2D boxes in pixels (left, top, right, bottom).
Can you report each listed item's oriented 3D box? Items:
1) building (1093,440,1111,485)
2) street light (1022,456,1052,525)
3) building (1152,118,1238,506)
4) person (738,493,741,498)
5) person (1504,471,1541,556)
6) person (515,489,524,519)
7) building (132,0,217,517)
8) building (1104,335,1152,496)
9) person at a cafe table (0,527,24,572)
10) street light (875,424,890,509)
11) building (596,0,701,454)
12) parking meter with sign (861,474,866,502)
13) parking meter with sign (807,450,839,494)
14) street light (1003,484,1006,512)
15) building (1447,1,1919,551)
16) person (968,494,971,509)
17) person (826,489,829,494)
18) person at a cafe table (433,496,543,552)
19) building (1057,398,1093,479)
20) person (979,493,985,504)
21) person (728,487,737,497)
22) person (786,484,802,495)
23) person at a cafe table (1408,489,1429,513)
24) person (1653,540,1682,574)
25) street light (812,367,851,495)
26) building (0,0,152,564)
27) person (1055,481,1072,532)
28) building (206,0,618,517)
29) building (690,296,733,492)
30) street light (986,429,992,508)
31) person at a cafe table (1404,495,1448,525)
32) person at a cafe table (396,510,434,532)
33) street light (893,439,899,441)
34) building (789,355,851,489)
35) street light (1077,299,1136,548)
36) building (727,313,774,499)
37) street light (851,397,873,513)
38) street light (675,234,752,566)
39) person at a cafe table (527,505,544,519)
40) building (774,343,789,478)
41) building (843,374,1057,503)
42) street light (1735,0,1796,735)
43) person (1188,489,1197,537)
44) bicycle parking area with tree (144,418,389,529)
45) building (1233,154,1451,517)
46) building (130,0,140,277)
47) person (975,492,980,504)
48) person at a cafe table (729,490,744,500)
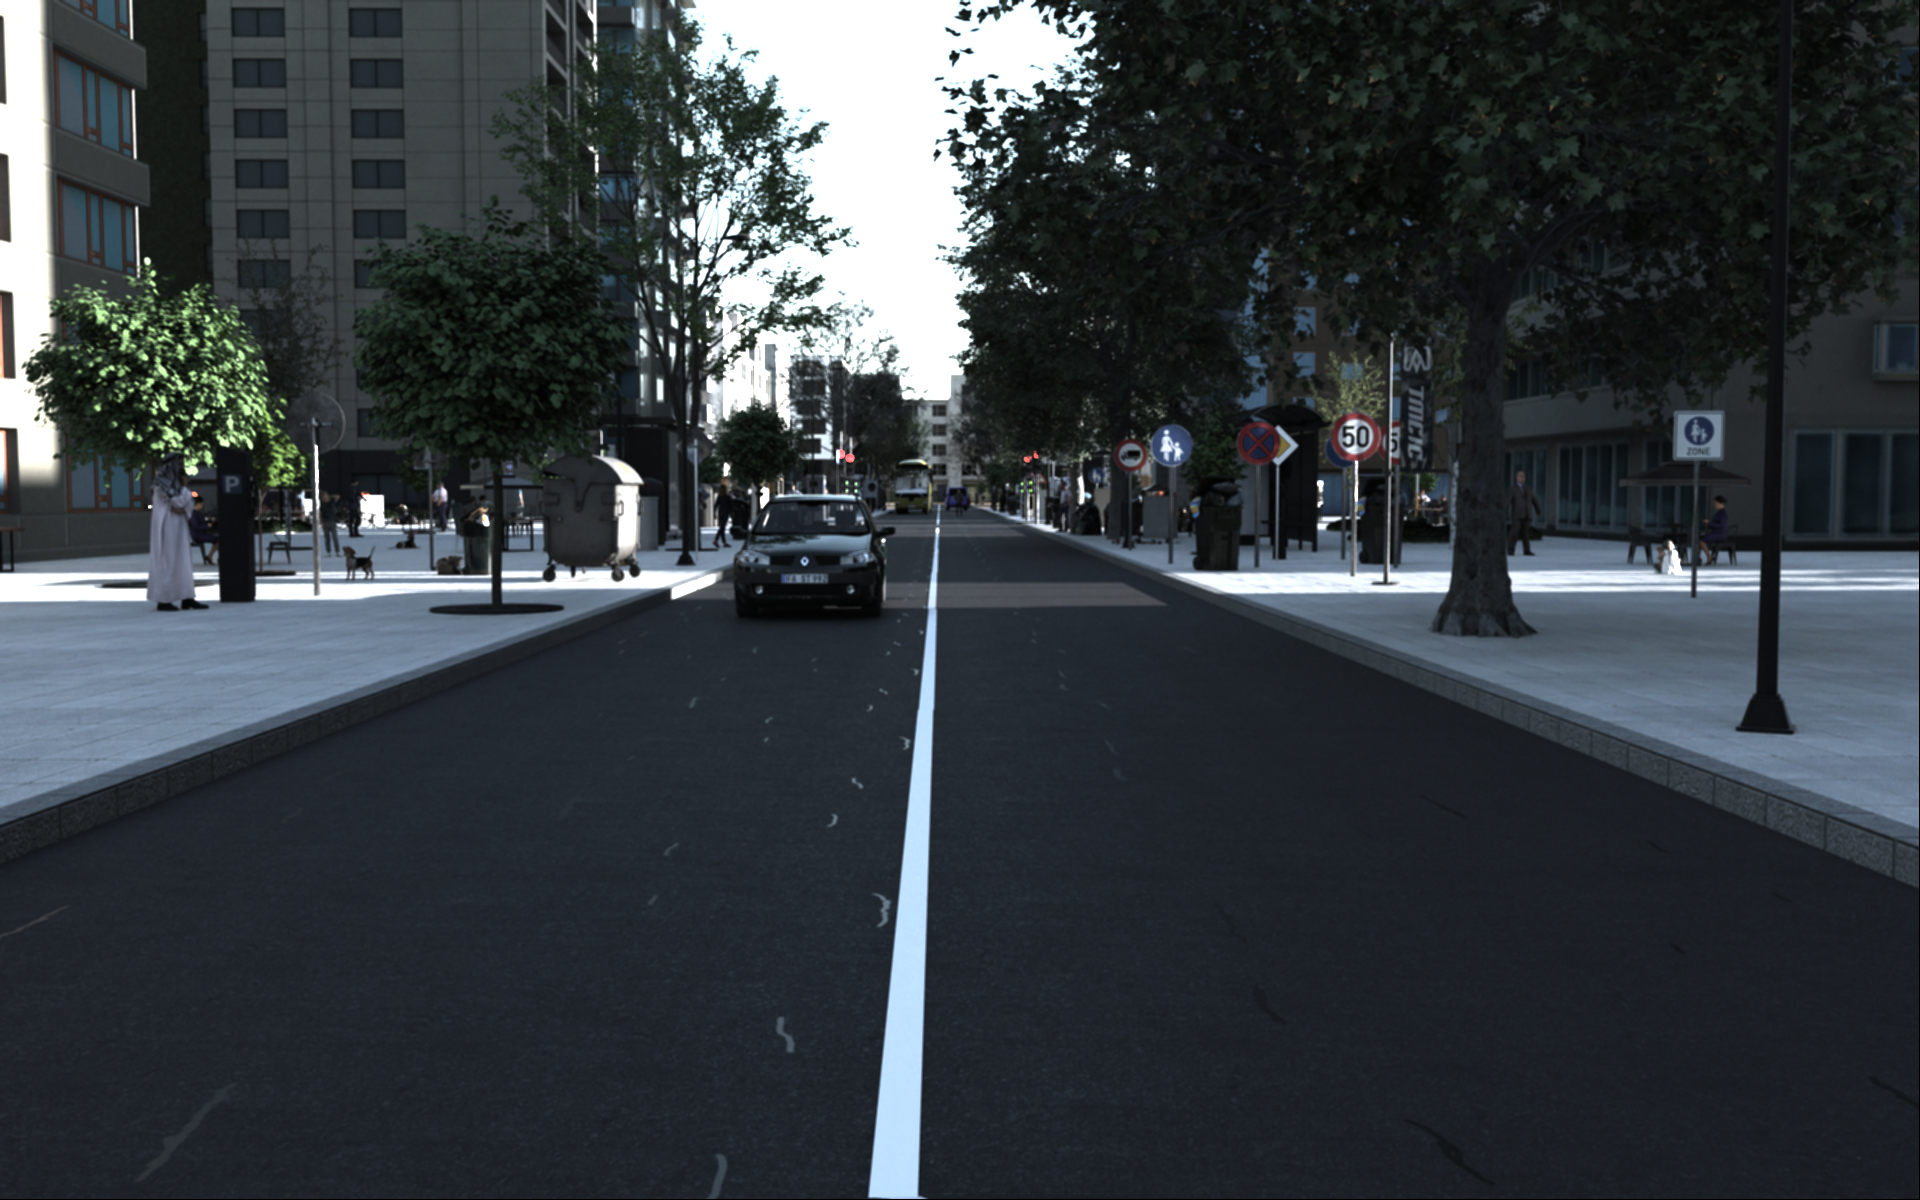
[{"bbox_3d":[21.159,-16.155,206.278,9.099,9.664,28.070,0,4,-1],"label":"building"},{"bbox_3d":[3.178,-6.139,72.918,1.470,5.913,1.316,0,4,-1],"label":"street light"},{"bbox_3d":[26.558,-36.733,142.590,21.231,58.520,28.212,0,4,-1],"label":"building"},{"bbox_3d":[-18.163,-8.108,142.515,0.435,1.345,0.340,2,4,31],"label":"person"},{"bbox_3d":[11.741,-1.808,36.150,0.990,1.755,0.434,-1,4,-14],"label":"person"},{"bbox_3d":[-23.002,-5.161,90.546,0.434,1.807,0.598,-2,4,-28],"label":"person"},{"bbox_3d":[-47.732,-20.250,102.794,14.107,30.474,14.160,0,4,-1],"label":"building"},{"bbox_3d":[23.612,-20.176,186.297,16.016,20.091,11.380,0,4,-1],"label":"building"},{"bbox_3d":[-16.520,-1.078,28.495,1.726,1.238,1.698,-3,4,-38],"label":"person at a cafe table"},{"bbox_3d":[-5.385,-8.744,115.506,1.470,5.913,1.316,0,4,-1],"label":"street light"},{"bbox_3d":[-32.973,-31.696,137.845,23.786,49.044,30.456,0,4,-1],"label":"building"},{"bbox_3d":[-8.128,-9.188,146.476,0.543,3.016,1.738,1,4,16],"label":"parking meter with sign"},{"bbox_3d":[-5.649,-4.391,68.049,1.738,3.016,0.543,0,4,5],"label":"parking meter with sign"},{"bbox_3d":[2.895,-7.320,92.230,1.470,5.913,1.316,0,4,-1],"label":"street light"},{"bbox_3d":[27.551,-25.939,47.812,21.300,48.544,21.600,0,4,-1],"label":"building"},{"bbox_3d":[0.928,-9.545,167.818,0.557,1.426,1.065,1,4,14],"label":"person"},{"bbox_3d":[-6.905,-4.992,89.871,0.499,1.552,0.429,2,4,33],"label":"person"},{"bbox_3d":[-10.509,-1.708,38.784,1.698,1.238,1.726,3,5,44],"label":"person at a cafe table"},{"bbox_3d":[20.345,-24.849,262.707,11.380,20.091,16.016,0,4,-1],"label":"building"},{"bbox_3d":[2.723,-12.582,214.994,0.697,1.427,0.421,1,4,22],"label":"person"},{"bbox_3d":[-15.029,-6.560,114.127,0.655,1.722,0.431,0,4,-5],"label":"person"},{"bbox_3d":[-7.848,-4.568,81.445,0.841,1.734,0.376,1,4,21],"label":"person"},{"bbox_3d":[23.353,-4.796,86.926,1.698,1.524,1.622,-1,4,-18],"label":"person at a cafe table"},{"bbox_3d":[11.355,-0.687,27.756,0.381,0.543,0.357,-1,4,-10],"label":"person"},{"bbox_3d":[-4.848,-5.558,63.419,1.470,5.913,1.316,0,4,-1],"label":"street light"},{"bbox_3d":[-31.220,-10.871,22.787,27.650,21.520,28.899,0,4,-1],"label":"building"},{"bbox_3d":[3.493,-3.144,58.384,0.436,1.711,0.756,-1,4,-14],"label":"person"},{"bbox_3d":[-30.777,-40.702,103.722,20.563,71.187,20.611,0,4,-1],"label":"building"},{"bbox_3d":[-29.541,-18.771,163.332,16.016,20.091,11.380,0,4,-1],"label":"building"},{"bbox_3d":[2.600,-9.288,124.402,1.470,5.913,1.316,0,4,-1],"label":"street light"},{"bbox_3d":[17.835,-3.344,65.530,1.726,1.238,1.698,0,4,-5],"label":"person at a cafe table"},{"bbox_3d":[-18.384,-2.996,59.845,1.726,1.238,1.698,0,4,-4],"label":"person at a cafe table"},{"bbox_3d":[-5.848,-10.691,147.346,1.470,5.913,1.316,0,4,-1],"label":"street light"},{"bbox_3d":[-33.650,-25.934,267.992,32.646,21.610,27.936,0,4,-1],"label":"building"},{"bbox_3d":[3.469,-4.192,41.076,1.470,5.913,1.316,0,4,-1],"label":"street light"},{"bbox_3d":[-30.133,-19.468,184.757,16.747,18.905,31.486,0,4,-1],"label":"building"},{"bbox_3d":[-4.966,-6.732,82.613,1.470,5.913,1.316,0,4,-1],"label":"street light"},{"bbox_3d":[-4.410,-3.580,31.070,1.470,5.913,1.316,0,4,-1],"label":"street light"},{"bbox_3d":[-21.537,-4.989,90.089,1.622,1.524,1.698,0,4,-4],"label":"person at a cafe table"},{"bbox_3d":[-37.290,-21.080,211.107,31.486,18.905,16.747,0,4,-1],"label":"building"},{"bbox_3d":[-1.529,-24.285,263.519,31.486,18.905,16.747,0,4,-1],"label":"building"},{"bbox_3d":[3.840,-2.244,9.234,1.470,5.913,1.316,0,4,-1],"label":"street light"},{"bbox_3d":[7.130,-2.734,52.206,0.415,1.643,0.593,3,5,43],"label":"person"},{"bbox_3d":[-26.454,-4.743,64.552,9.016,4.147,8.231,-2,4,-28],"label":"bicycle parking area with tree"},{"bbox_3d":[24.645,-27.727,103.443,14.200,45.320,14.600,0,4,-1],"label":"building"},{"bbox_3d":[-33.551,-22.498,51.432,14.086,41.232,14.154,0,4,-1],"label":"building"},{"bbox_3d":[2.225,-12.970,218.905,0.742,1.727,0.445,1,4,10],"label":"person"},{"bbox_3d":[-12.527,-5.417,97.079,1.622,1.524,1.698,2,4,26],"label":"person at a cafe table"}]
